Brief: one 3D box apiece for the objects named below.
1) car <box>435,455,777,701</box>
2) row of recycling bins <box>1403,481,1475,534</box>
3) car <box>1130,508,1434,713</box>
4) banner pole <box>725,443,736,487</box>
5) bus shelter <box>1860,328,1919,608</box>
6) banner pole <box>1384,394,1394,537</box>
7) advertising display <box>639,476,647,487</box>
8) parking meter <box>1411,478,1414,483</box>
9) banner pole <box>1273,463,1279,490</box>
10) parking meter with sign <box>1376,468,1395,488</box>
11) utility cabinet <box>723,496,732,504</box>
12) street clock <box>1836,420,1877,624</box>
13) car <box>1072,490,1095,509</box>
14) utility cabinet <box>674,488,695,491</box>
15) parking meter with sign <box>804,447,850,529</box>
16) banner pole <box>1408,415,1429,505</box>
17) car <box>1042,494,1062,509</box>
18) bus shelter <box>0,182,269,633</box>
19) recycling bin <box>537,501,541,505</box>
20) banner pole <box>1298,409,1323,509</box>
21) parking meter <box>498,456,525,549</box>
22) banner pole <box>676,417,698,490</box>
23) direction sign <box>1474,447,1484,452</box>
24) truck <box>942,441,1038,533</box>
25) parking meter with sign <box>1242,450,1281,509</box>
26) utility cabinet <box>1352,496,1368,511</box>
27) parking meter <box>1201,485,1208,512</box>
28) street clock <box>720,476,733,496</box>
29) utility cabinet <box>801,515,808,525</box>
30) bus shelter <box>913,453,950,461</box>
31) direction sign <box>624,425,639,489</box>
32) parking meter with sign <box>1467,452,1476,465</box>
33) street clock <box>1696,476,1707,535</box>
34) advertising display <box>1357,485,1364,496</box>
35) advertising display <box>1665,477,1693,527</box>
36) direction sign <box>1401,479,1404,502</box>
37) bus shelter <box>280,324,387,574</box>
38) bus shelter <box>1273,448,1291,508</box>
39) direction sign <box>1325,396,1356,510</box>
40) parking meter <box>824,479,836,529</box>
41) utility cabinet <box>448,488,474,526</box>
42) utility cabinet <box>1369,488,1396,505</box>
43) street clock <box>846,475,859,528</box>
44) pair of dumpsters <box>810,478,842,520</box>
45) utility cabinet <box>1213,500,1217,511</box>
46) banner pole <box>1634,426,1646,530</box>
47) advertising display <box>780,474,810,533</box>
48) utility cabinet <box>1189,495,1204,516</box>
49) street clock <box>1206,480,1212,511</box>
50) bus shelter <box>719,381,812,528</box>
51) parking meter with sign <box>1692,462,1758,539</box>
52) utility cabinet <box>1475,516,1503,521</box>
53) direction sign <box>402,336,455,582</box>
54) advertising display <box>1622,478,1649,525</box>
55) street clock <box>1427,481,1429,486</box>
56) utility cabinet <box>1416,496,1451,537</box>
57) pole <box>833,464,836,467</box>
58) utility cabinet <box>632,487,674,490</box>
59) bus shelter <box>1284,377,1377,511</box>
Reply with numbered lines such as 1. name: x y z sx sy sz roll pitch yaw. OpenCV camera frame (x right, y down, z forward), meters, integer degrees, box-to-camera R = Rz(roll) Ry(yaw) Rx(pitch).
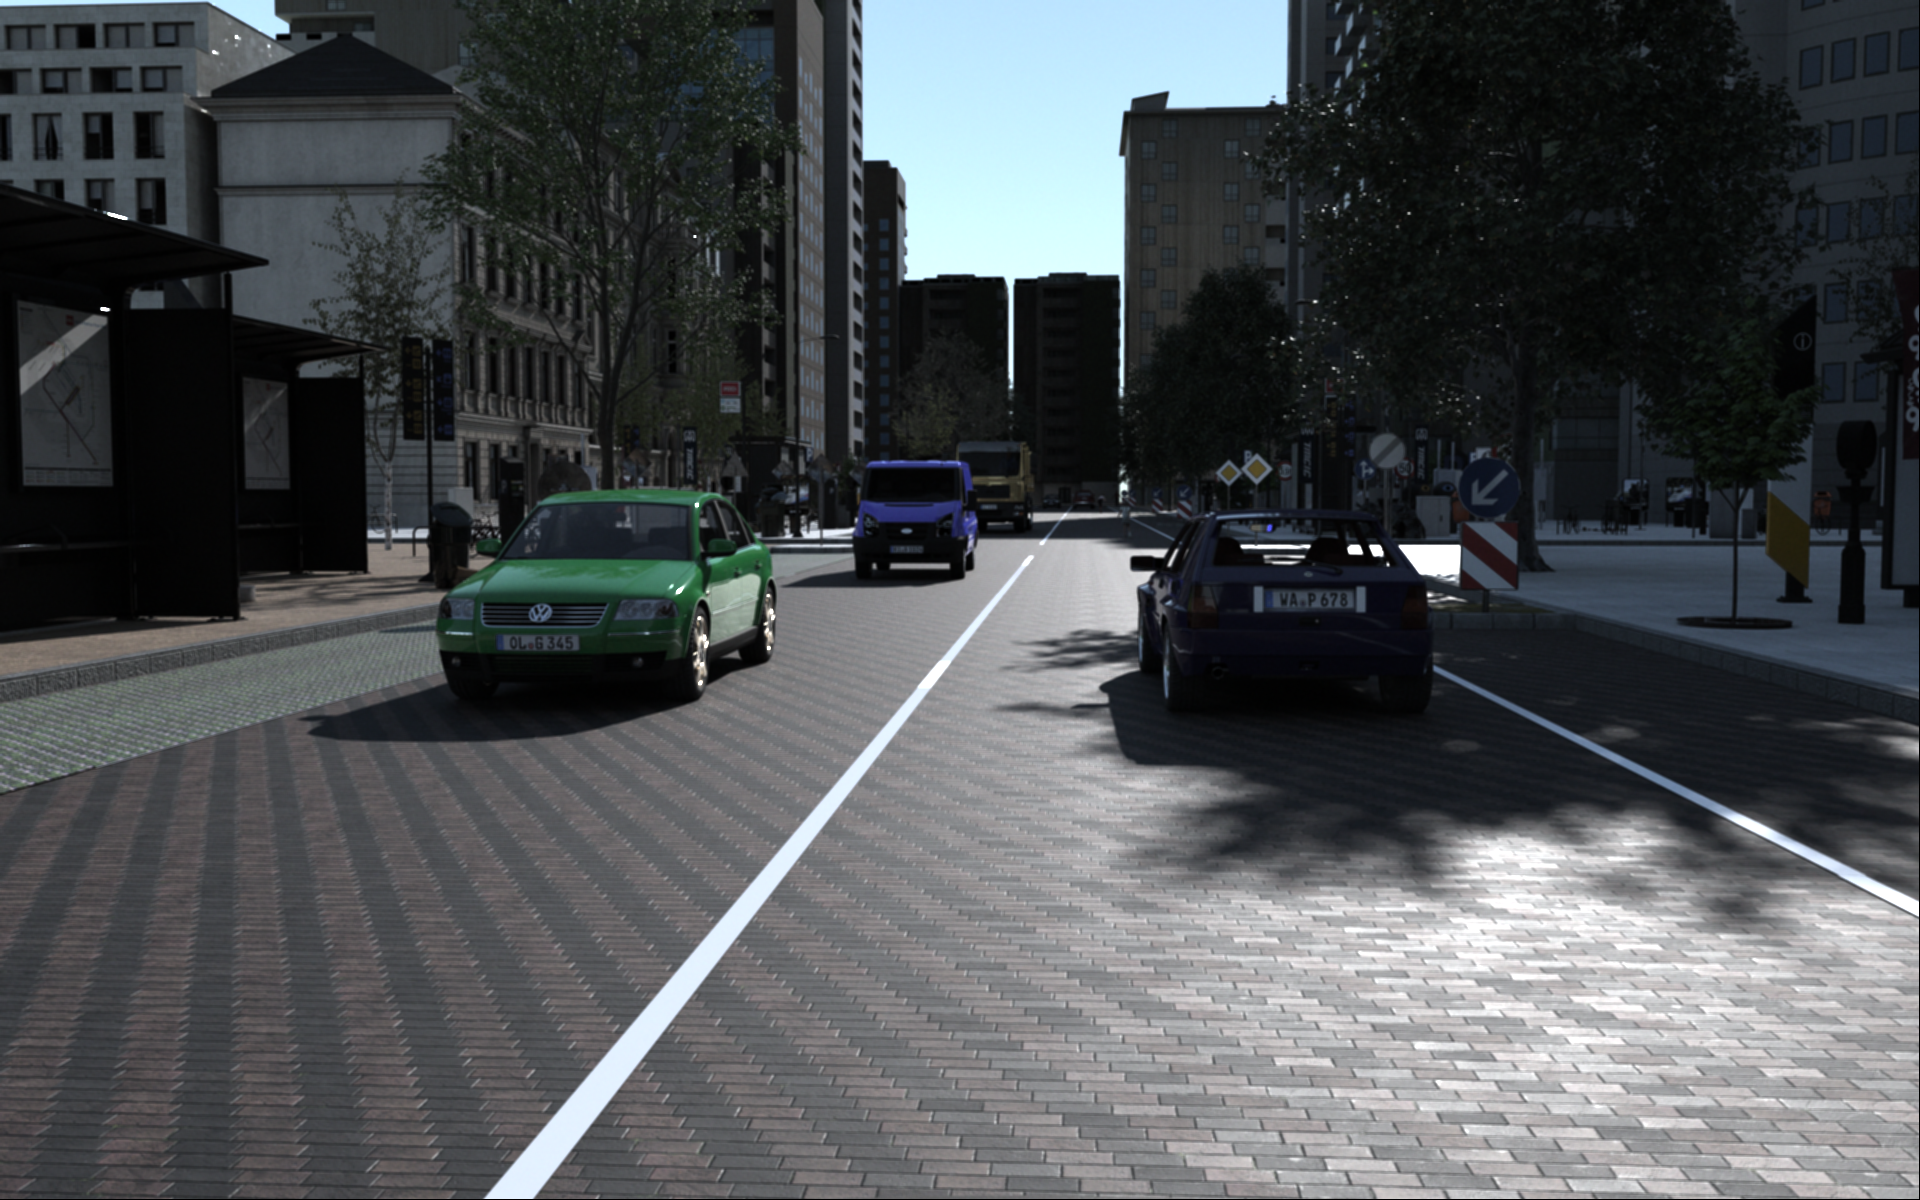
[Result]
1. car: -2.583 -0.286 13.469 1.959 1.807 4.718 0 4 3
2. row of recycling bins: 16.186 -3.006 56.266 3.534 1.692 1.069 0 4 2
3. car: 2.256 -0.008 12.718 1.945 1.354 3.894 0 4 2
4. banner pole: -10.193 -5.338 77.290 0.863 3.779 0.401 2 4 34
5. bus shelter: 11.049 -1.408 16.940 2.014 3.302 5.546 0 4 4
6. banner pole: 9.555 -2.972 38.617 0.401 3.779 0.863 2 4 29
7. advertising display: -11.741 -3.590 63.904 0.123 1.923 0.974 -2 4 -25
8. parking meter: 16.626 -3.511 63.109 0.255 1.863 0.399 -2 4 -34
9. banner pole: 22.704 -8.157 123.382 0.863 3.779 0.401 2 4 25
10. parking meter with sign: 26.889 -6.979 110.366 1.738 3.016 0.543 -1 4 -8
11. utility cabinet: -8.195 -2.941 59.245 0.306 1.237 1.020 2 4 27
12. street clock: 8.842 -0.768 17.120 0.471 2.002 0.358 -3 5 -44
13. car: 11.918 -9.675 166.862 2.281 1.827 5.304 0 4 2
14. utility cabinet: -10.256 -3.333 63.178 1.173 1.500 0.318 2 4 25
15. parking meter with sign: -4.916 -4.174 64.512 1.738 3.016 0.543 2 4 25
16. banner pole: 14.459 -3.967 54.871 0.863 3.779 0.401 -1 4 -9
17. car: 9.124 -9.894 171.553 2.009 1.686 4.222 0 4 6
18. bus shelter: -8.002 -1.418 14.468 1.731 3.624 6.357 0 4 4
19. recycling bin: -14.311 -2.942 60.662 0.722 1.027 0.722 3 4 38
20. banner pole: 10.266 -3.696 50.453 0.863 3.779 0.401 0 4 -6
21. parking meter: -6.914 -1.288 26.769 0.255 1.863 0.399 -3 5 -39
22. banner pole: -8.955 -4.067 56.512 0.863 3.779 0.401 -2 4 -29
23. direction sign: 25.095 -5.619 83.872 0.379 3.537 0.876 -1 4 -11
24. truck: 1.365 -4.295 66.142 3.469 3.379 9.791 0 4 5
25. parking meter with sign: 11.838 -4.374 67.783 0.543 3.016 1.738 -3 4 -37
26. utility cabinet: 15.124 -3.340 65.776 0.306 1.237 1.020 -1 4 -14
27. parking meter: 16.558 -6.819 117.205 0.399 1.863 0.255 -1 4 -14
28. street clock: -9.235 -3.909 68.476 0.471 2.002 0.358 -1 4 -20
29. utility cabinet: -6.726 -3.785 70.565 1.173 1.500 0.318 -3 5 -43
30. bus shelter: -1.721 -6.848 103.252 1.731 3.624 6.357 0 4 4
31. direction sign: -10.764 -3.968 56.868 0.379 3.537 0.876 1 4 22
32. parking meter with sign: 21.185 -4.671 72.624 0.543 3.016 1.738 0 4 -8
33. street clock: 23.503 -3.068 54.733 0.471 2.002 0.358 2 4 27
34. advertising display: 27.013 -6.873 117.585 0.123 1.923 0.974 -3 5 -43
35. advertising display: 28.029 -3.809 67.498 0.974 1.923 0.123 1 4 16
36. direction sign: 25.332 -6.559 99.229 0.379 3.537 0.876 0 4 4
37. bus shelter: -10.214 -2.046 24.736 1.731 3.624 6.357 0 4 4
38. bus shelter: 14.276 -4.755 71.670 2.014 3.302 5.546 0 4 4
39. direction sign: 8.849 -2.955 40.313 0.379 3.537 0.876 -3 4 -37
40. parking meter: -4.760 -3.525 63.351 0.399 1.863 0.255 -3 5 -44
41. utility cabinet: -17.517 -3.185 60.761 0.318 1.500 1.173 1 4 15
42. utility cabinet: 14.310 -3.061 58.723 0.318 1.500 1.173 -1 4 -19
43. street clock: -4.127 -3.783 66.428 0.471 2.002 0.358 1 4 12
44. pair of dumpsters: -6.827 -5.064 85.295 1.574 2.255 4.437 0 4 4
45. utility cabinet: 14.958 -5.360 98.794 1.020 1.237 0.306 -1 4 -9
46. banner pole: 24.302 -4.383 61.683 0.401 3.779 0.863 1 4 14
47. advertising display: -5.375 -3.139 56.533 0.974 1.923 0.123 0 4 6
48. utility cabinet: 13.867 -5.517 101.366 0.306 1.237 1.020 -2 4 -35
49. street clock: 13.185 -5.336 91.816 0.358 2.002 0.471 1 4 9
50. bus shelter: -7.249 -5.287 64.081 2.179 5.291 8.768 0 4 4
51. parking meter with sign: 22.020 -3.278 49.849 1.738 3.016 0.543 3 4 36
52. utility cabinet: 15.349 -2.498 49.518 1.173 1.500 0.318 3 4 37
53. direction sign: -7.745 -2.037 25.299 0.379 3.537 0.876 2 4 35
54. advertising display: 27.706 -4.032 71.141 0.974 1.923 0.123 0 4 8
55. street clock: 24.243 -5.235 90.170 0.358 2.002 0.471 1 4 22
56. utility cabinet: 14.183 -2.492 51.912 1.020 1.237 0.306 -1 4 -18
57. pole: -8.551 -7.580 117.774 0.158 3.312 0.155 0 3 0
58. utility cabinet: -9.226 -2.639 51.824 1.173 1.500 0.318 -3 5 -44
59. bus shelter: 11.989 -4.867 57.207 2.179 5.291 8.768 0 4 4
